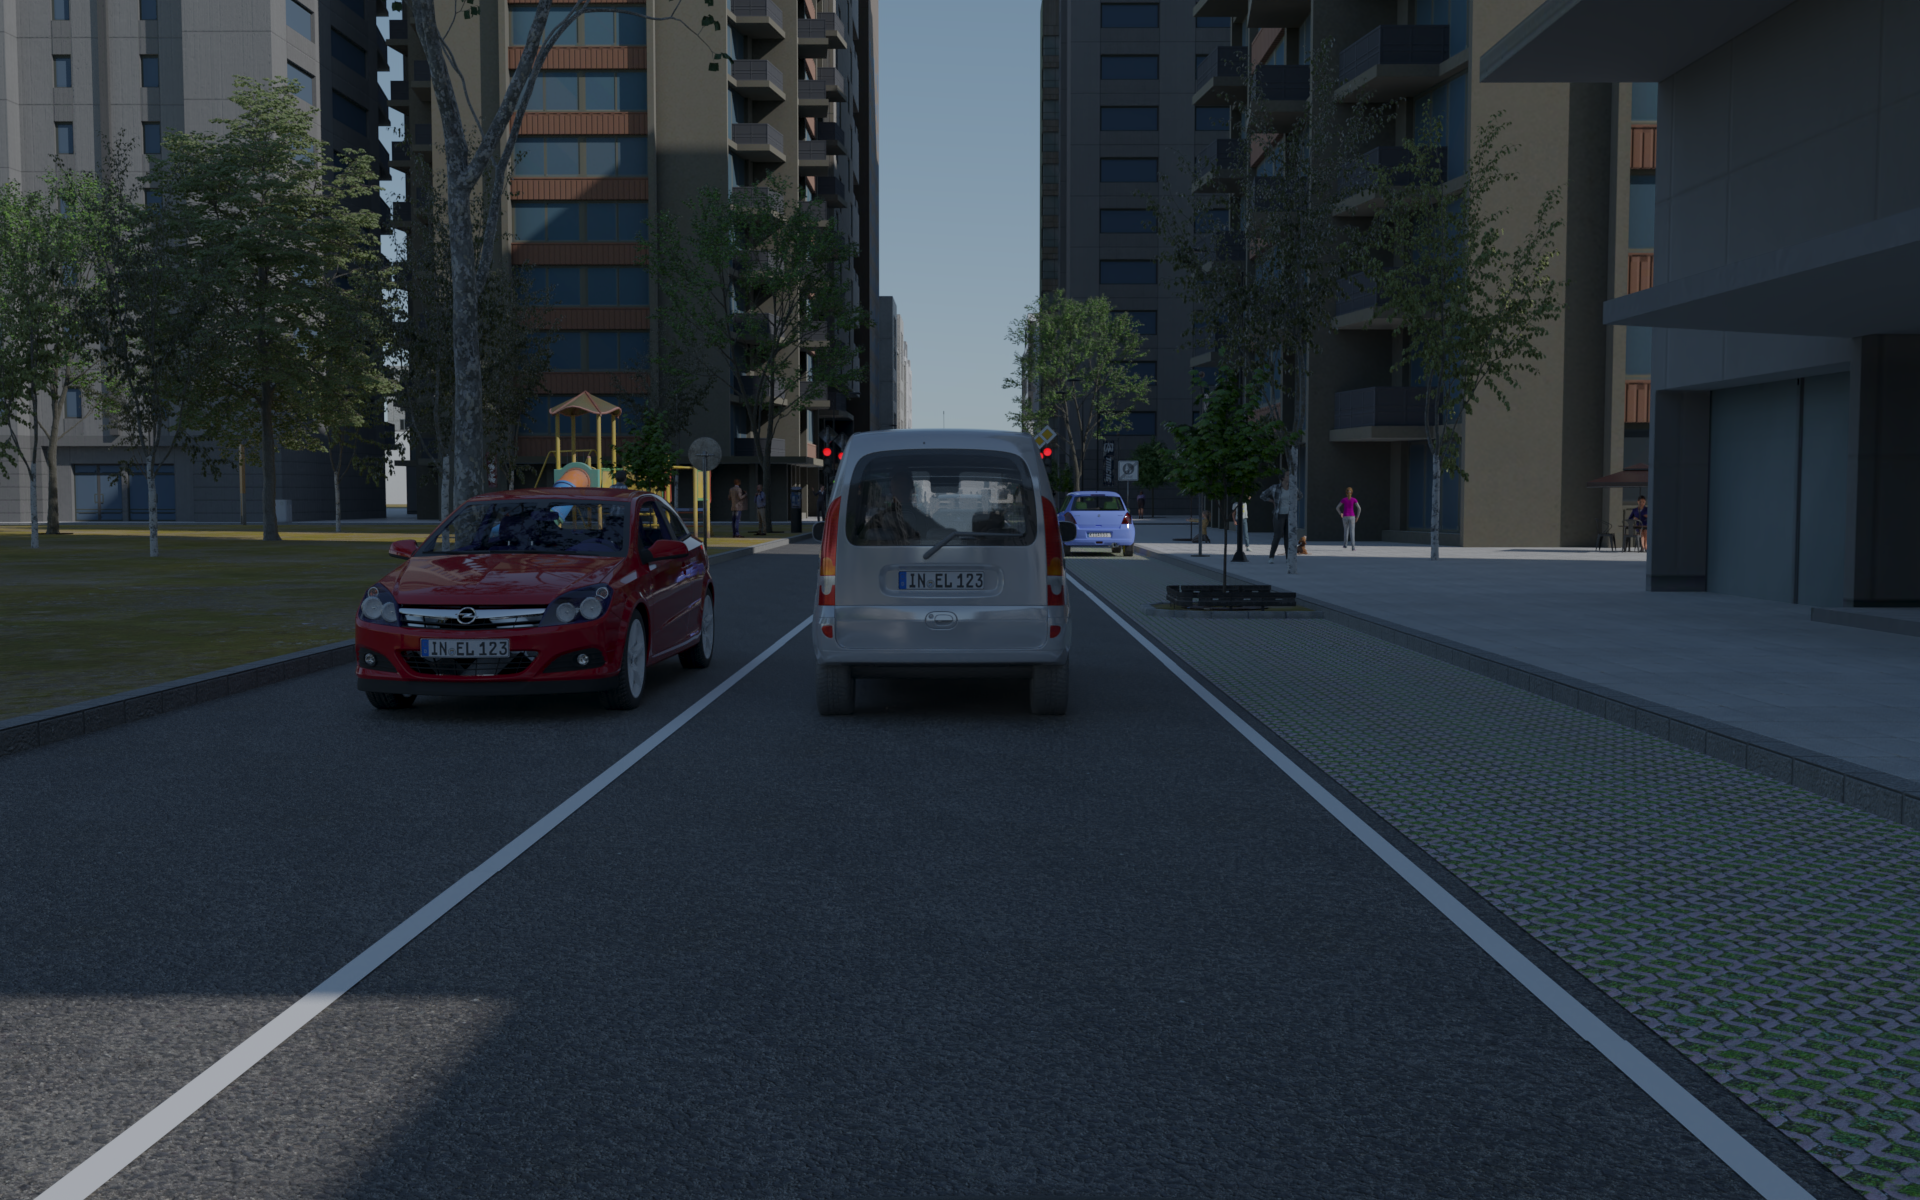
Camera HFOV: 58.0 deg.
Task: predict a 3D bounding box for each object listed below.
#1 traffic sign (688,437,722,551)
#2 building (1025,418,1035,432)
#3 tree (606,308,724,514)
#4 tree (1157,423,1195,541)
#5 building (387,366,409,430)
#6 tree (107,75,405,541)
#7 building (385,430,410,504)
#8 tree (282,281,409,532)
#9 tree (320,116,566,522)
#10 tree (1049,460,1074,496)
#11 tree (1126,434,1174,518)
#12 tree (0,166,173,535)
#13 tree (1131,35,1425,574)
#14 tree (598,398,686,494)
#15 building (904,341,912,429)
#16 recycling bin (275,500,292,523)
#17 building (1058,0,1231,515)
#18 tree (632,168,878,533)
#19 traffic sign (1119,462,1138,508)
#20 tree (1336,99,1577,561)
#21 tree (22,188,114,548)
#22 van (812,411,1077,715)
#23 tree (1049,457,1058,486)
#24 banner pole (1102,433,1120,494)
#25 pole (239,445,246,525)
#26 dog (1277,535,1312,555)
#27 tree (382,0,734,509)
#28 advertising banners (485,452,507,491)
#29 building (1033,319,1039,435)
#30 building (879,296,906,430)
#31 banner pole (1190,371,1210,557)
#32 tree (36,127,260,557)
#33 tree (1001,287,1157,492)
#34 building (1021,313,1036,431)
[{"bbox_3d":[-5.694,-2.357,38.638,0.768,2.556,0.104,0,4,6],"label":"traffic sign"},{"bbox_3d":[11.585,-14.598,180.816,9.099,9.664,28.070,0,4,0],"label":"building"},{"bbox_3d":[-11.298,-7.162,67.456,4.360,8.622,3.978,0,3,0],"label":"tree"},{"bbox_3d":[6.391,-3.228,47.371,1.663,3.219,1.824,0,3,0],"label":"tree"},{"bbox_3d":[-63.027,-23.266,246.855,31.486,18.905,16.747,0,4,0],"label":"building"},{"bbox_3d":[-18.945,-7.886,47.064,7.486,12.596,7.792,0,3,0],"label":"tree"},{"bbox_3d":[-63.104,-17.317,225.274,28.070,9.664,9.099,0,4,0],"label":"building"},{"bbox_3d":[-21.049,-6.621,58.623,4.737,8.622,4.395,0,3,0],"label":"tree"},{"bbox_3d":[-10.237,-5.115,33.998,4.360,8.622,3.978,0,3,0],"label":"tree"},{"bbox_3d":[6.027,-6.250,96.796,1.663,3.219,1.824,0,3,0],"label":"tree"},{"bbox_3d":[10.416,-6.750,94.074,4.285,4.588,4.351,0,3,0],"label":"tree"},{"bbox_3d":[-28.695,-7.889,54.735,9.928,11.665,9.643,0,3,0],"label":"tree"},{"bbox_3d":[5.110,-4.727,27.654,4.360,8.622,3.978,0,3,0],"label":"tree"},{"bbox_3d":[-6.295,-2.484,35.213,1.663,3.219,1.824,0,3,0],"label":"tree"},{"bbox_3d":[-11.928,-22.249,220.194,11.380,20.091,16.016,0,4,0],"label":"building"},{"bbox_3d":[-30.479,-3.988,77.756,0.722,1.027,0.722,0,4,-1],"label":"recycling bin"},{"bbox_3d":[17.147,-35.118,116.182,21.231,58.520,28.212,0,4,0],"label":"building"},{"bbox_3d":[-6.523,-8.021,56.895,9.928,11.665,9.643,0,3,0],"label":"tree"},{"bbox_3d":[5.191,-3.139,53.459,0.606,2.300,0.079,0,4,3],"label":"traffic sign"},{"bbox_3d":[9.421,-5.067,33.214,4.737,8.622,4.395,0,3,0],"label":"tree"},{"bbox_3d":[-22.313,-5.546,41.046,4.737,8.622,4.395,0,3,0],"label":"tree"},{"bbox_3d":[-0.116,-0.342,12.597,2.013,2.044,4.112,0,3,0],"label":"van"},{"bbox_3d":[6.684,-9.340,136.421,4.285,4.588,4.351,0,3,0],"label":"tree"},{"bbox_3d":[6.242,-4.947,70.901,0.863,3.779,0.401,0,4,2],"label":"banner pole"},{"bbox_3d":[-29.538,-4.738,71.314,0.158,3.312,0.155,0,3,0],"label":"pole"},{"bbox_3d":[7.074,-1.156,36.630,0.748,0.427,0.550,1,4,10],"label":"dog"},{"bbox_3d":[-5.660,-10.181,22.344,12.611,20.169,13.585,0,3,0],"label":"tree"},{"bbox_3d":[-18.588,-4.608,71.527,2.074,3.025,0.090,0,4,4],"label":"advertising banners"},{"bbox_3d":[14.880,-18.615,160.769,16.016,20.091,11.380,0,4,0],"label":"building"},{"bbox_3d":[-14.246,-18.595,170.484,16.747,18.905,31.486,0,4,0],"label":"building"},{"bbox_3d":[5.017,-2.791,35.642,0.401,3.779,0.863,1,4,22],"label":"banner pole"},{"bbox_3d":[-16.437,-5.185,35.138,4.360,8.622,3.978,0,3,0],"label":"tree"},{"bbox_3d":[5.910,-9.822,86.338,9.928,11.665,9.643,0,3,0],"label":"tree"},{"bbox_3d":[21.730,-22.488,211.650,27.936,21.610,32.646,0,4,0],"label":"building"}]
